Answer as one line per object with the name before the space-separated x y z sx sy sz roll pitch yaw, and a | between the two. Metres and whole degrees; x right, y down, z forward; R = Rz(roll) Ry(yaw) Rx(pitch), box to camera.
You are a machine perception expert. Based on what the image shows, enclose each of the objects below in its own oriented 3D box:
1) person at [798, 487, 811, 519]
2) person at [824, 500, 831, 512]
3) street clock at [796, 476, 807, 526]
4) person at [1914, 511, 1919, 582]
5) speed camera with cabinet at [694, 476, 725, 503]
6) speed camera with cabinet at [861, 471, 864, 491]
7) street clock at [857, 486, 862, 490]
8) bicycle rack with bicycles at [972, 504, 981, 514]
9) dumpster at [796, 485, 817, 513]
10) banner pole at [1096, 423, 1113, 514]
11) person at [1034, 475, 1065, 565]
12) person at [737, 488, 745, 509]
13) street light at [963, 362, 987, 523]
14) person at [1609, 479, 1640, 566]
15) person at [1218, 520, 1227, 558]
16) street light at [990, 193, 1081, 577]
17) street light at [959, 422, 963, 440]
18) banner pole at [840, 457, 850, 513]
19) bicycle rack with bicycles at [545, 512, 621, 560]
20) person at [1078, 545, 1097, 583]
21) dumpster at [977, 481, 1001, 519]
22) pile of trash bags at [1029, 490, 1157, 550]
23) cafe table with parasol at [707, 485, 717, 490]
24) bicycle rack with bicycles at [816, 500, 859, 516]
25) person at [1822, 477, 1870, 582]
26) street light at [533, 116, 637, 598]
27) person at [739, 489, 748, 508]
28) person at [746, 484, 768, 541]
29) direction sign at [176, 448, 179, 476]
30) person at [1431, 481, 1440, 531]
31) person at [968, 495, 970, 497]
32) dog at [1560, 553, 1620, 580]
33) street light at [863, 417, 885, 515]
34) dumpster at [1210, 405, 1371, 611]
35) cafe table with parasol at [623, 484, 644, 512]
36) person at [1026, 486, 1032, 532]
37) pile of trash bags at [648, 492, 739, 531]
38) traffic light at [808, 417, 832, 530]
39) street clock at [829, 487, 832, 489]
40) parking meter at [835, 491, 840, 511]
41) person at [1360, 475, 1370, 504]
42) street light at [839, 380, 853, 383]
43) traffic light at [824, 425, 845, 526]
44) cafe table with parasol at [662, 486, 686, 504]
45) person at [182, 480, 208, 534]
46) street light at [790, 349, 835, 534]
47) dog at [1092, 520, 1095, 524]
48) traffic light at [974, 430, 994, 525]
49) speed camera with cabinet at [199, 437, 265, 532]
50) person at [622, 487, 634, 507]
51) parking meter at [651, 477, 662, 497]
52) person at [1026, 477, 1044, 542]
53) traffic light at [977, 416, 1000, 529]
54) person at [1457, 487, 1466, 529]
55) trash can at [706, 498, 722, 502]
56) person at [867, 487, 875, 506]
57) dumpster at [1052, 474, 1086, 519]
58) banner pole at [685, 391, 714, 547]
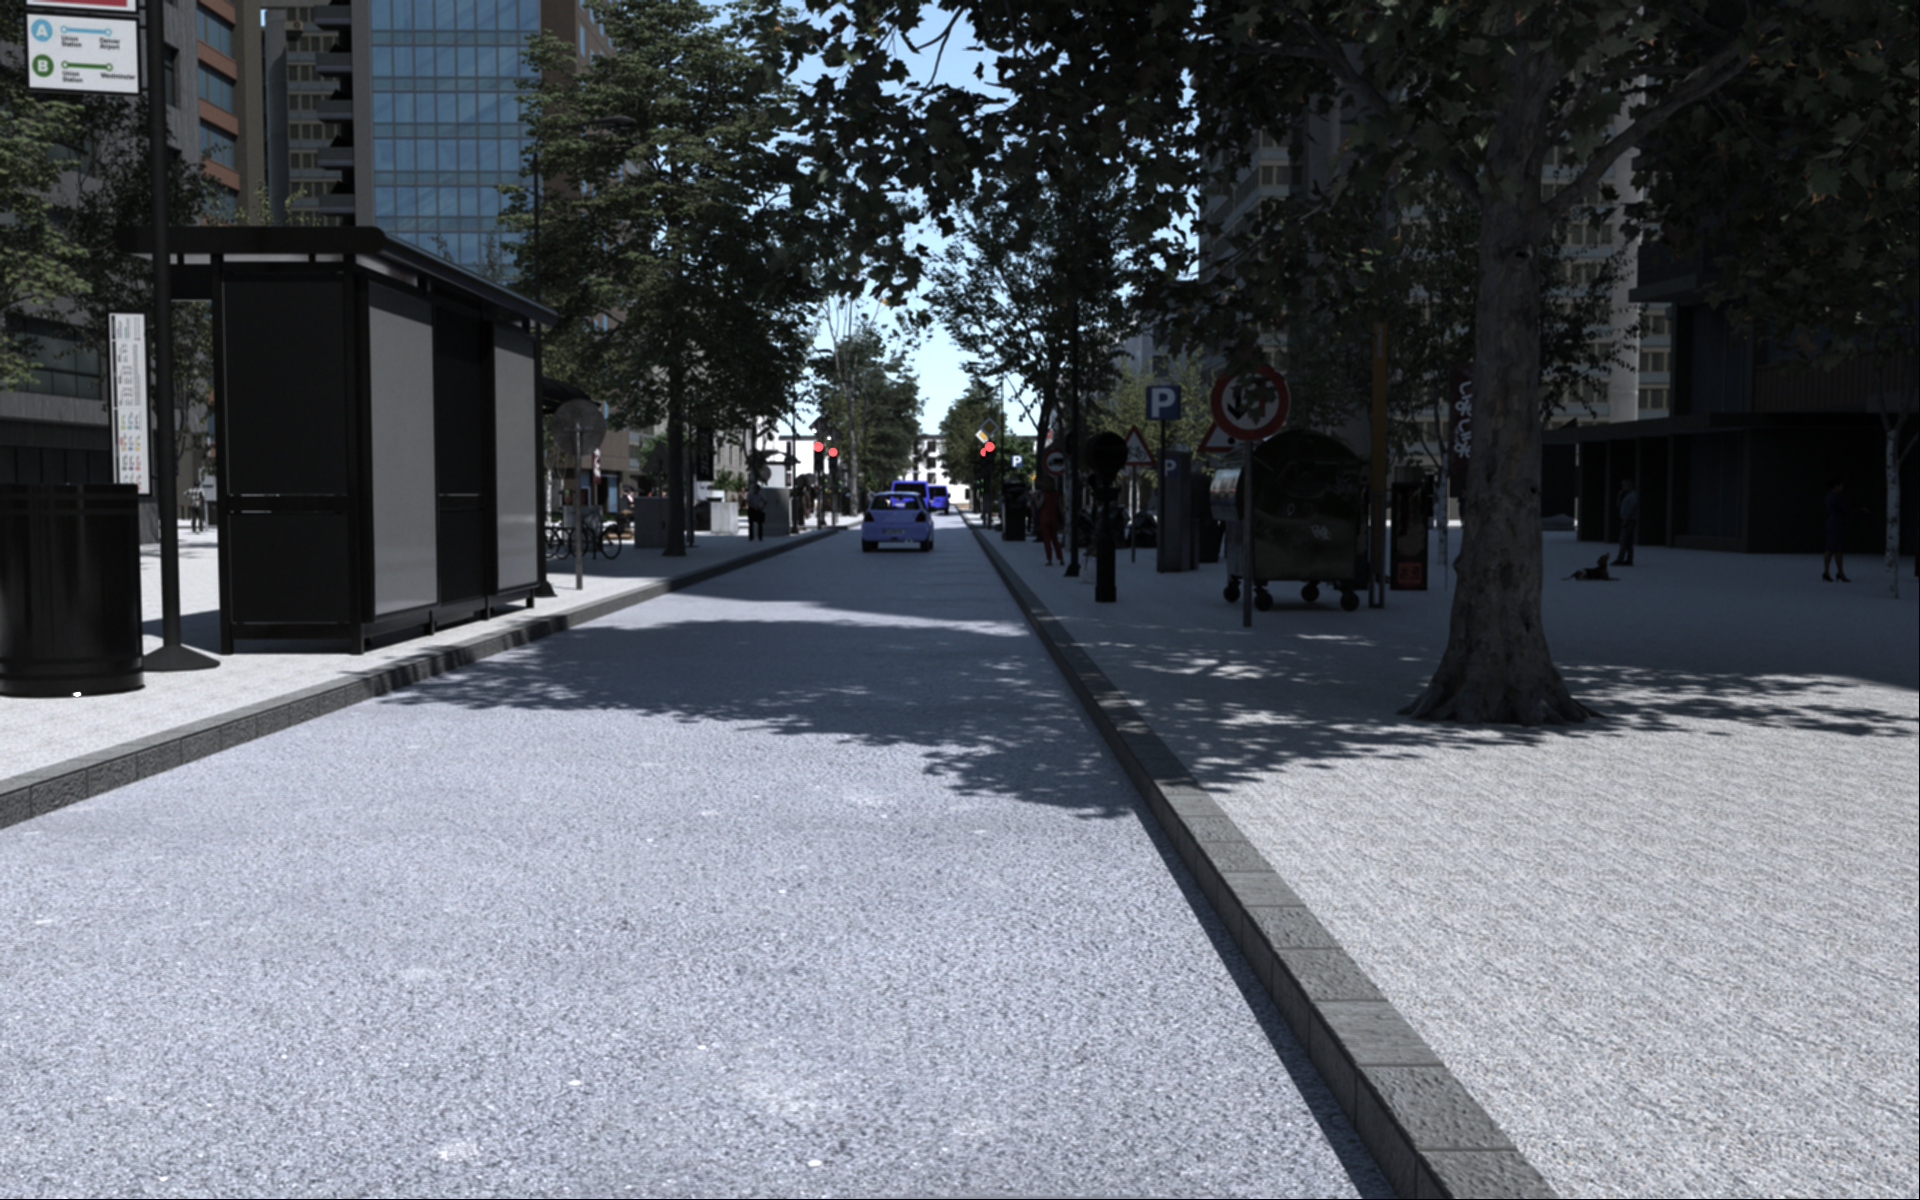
person | -8.042 -5.043 89.050 0.990 1.755 0.434 3 5 44
person | -9.678 -6.787 125.296 0.655 0.850 0.859 -2 4 -34
street clock | -6.421 -4.005 70.055 0.471 2.002 0.358 3 4 37
person | 14.065 -1.009 25.004 0.523 1.526 0.387 0 4 -8
speed camera with cabinet | -10.777 -4.843 73.527 0.660 3.252 2.038 2 4 25
speed camera with cabinet | -8.406 -8.968 140.954 0.660 3.252 2.038 -1 4 -23
street clock | -8.108 -8.241 139.308 0.358 2.002 0.471 2 4 25
bicycle rack with bicycles | 2.023 -6.174 114.327 2.925 0.926 2.852 3 4 36
dumpster | -10.392 -6.956 116.231 1.502 2.255 1.985 0 4 0
banner pole | 5.043 -4.343 61.020 0.863 3.779 0.401 -1 4 -22
person | 1.609 -1.428 31.098 0.593 1.614 0.444 0 4 -4
person | -15.866 -7.361 126.947 0.990 1.755 0.434 -2 4 -28
street light | 0.949 -5.408 60.960 1.470 5.913 1.316 0 4 0
person | 11.845 -1.377 30.765 0.429 1.552 0.499 3 5 40
person | 5.286 -1.513 34.690 0.435 1.345 0.340 0 4 1
street light | 1.247 -3.322 26.861 1.470 5.913 1.316 0 4 0
street light | 0.818 -6.383 76.902 1.470 5.913 1.316 0 4 0
banner pole | -7.904 -7.816 117.809 0.863 3.779 0.401 0 4 -5
bicycle rack with bicycles | -8.433 -1.267 34.102 2.925 0.926 2.852 3 5 45
person | 1.902 -0.520 25.021 0.381 0.543 0.357 1 4 15
dumpster | 1.663 -5.294 89.051 1.502 2.255 1.985 0 4 0
pile of trash bags | 3.077 -1.915 41.057 3.447 1.369 1.912 -3 4 -36
cafe table with parasol | -18.399 -7.533 128.027 2.610 1.966 2.610 2 4 32
bicycle rack with bicycles | -6.973 -5.384 101.412 2.852 0.926 2.925 2 4 30
person | 12.925 -1.036 25.346 0.546 1.535 0.453 -1 4 -14
street light | -4.676 -2.991 21.441 1.470 5.913 1.316 0 4 0
person | -14.433 -6.594 115.314 0.566 1.644 0.517 2 4 23
person | -5.561 -2.399 47.477 0.614 1.554 0.590 -1 4 -20
direction sign | -33.474 -4.985 73.508 0.876 3.537 0.379 2 4 27
person | 16.828 -3.315 60.974 0.376 1.734 0.841 2 4 35
person | 1.647 -13.138 221.366 1.217 1.766 0.721 2 4 25
dog | 9.414 -0.496 25.848 0.550 0.427 0.748 -3 5 -42
street light | -5.227 -8.104 105.046 1.470 5.913 1.316 0 4 0
dumpster | 3.727 -1.051 19.681 1.502 2.255 1.985 0 4 0
cafe table with parasol | -22.851 -6.923 118.055 2.610 1.966 2.610 1 4 8
person | 2.206 -3.036 57.890 0.614 1.554 0.590 -3 4 -38
pile of trash bags | -9.435 -3.083 60.167 1.912 1.369 3.447 3 5 40
traffic light | -5.076 -4.507 62.610 0.839 4.253 0.868 0 4 0
street clock | -10.307 -8.253 139.504 0.471 2.002 0.358 -3 5 -44
parking meter | -8.419 -6.917 118.796 0.399 1.863 0.255 -2 4 -29
person | 10.444 -2.357 45.025 0.568 1.767 0.683 -2 4 -32
street light | -5.043 -5.991 70.487 1.470 5.913 1.316 0 4 0
traffic light | -5.133 -4.995 70.595 0.839 4.253 0.868 0 4 0
cafe table with parasol | -17.558 -6.294 107.780 2.610 1.966 2.610 0 4 -6
person | -24.396 -2.973 55.368 0.841 1.734 0.376 1 4 20
street light | -4.777 -5.073 55.477 1.470 5.913 1.316 0 4 0
dog | 4.512 -2.578 59.891 0.550 0.427 0.748 2 4 33
traffic light | 0.988 -4.999 70.655 0.839 4.253 0.868 0 4 0
speed camera with cabinet | -24.677 -3.939 58.738 2.038 3.252 0.660 0 4 1
person | -17.464 -5.113 91.092 0.566 1.644 0.517 2 4 24
parking meter | -10.144 -3.197 57.985 0.255 1.863 0.399 -2 4 -34
person | 2.065 -2.426 46.389 0.600 1.739 0.565 -1 4 -20
traffic light | 1.045 -4.511 62.670 0.839 4.253 0.868 0 4 0
person | 18.516 -3.381 63.693 0.453 1.535 0.546 0 4 8
trash can | -10.094 -3.640 71.169 0.748 1.137 0.748 0 3 0
person | -5.512 -6.102 106.541 0.376 1.734 0.841 -1 4 -19
dumpster | 3.691 -3.622 61.716 1.502 2.255 1.985 0 4 0
banner pole | -6.304 -3.169 41.837 0.863 3.779 0.401 1 4 19
